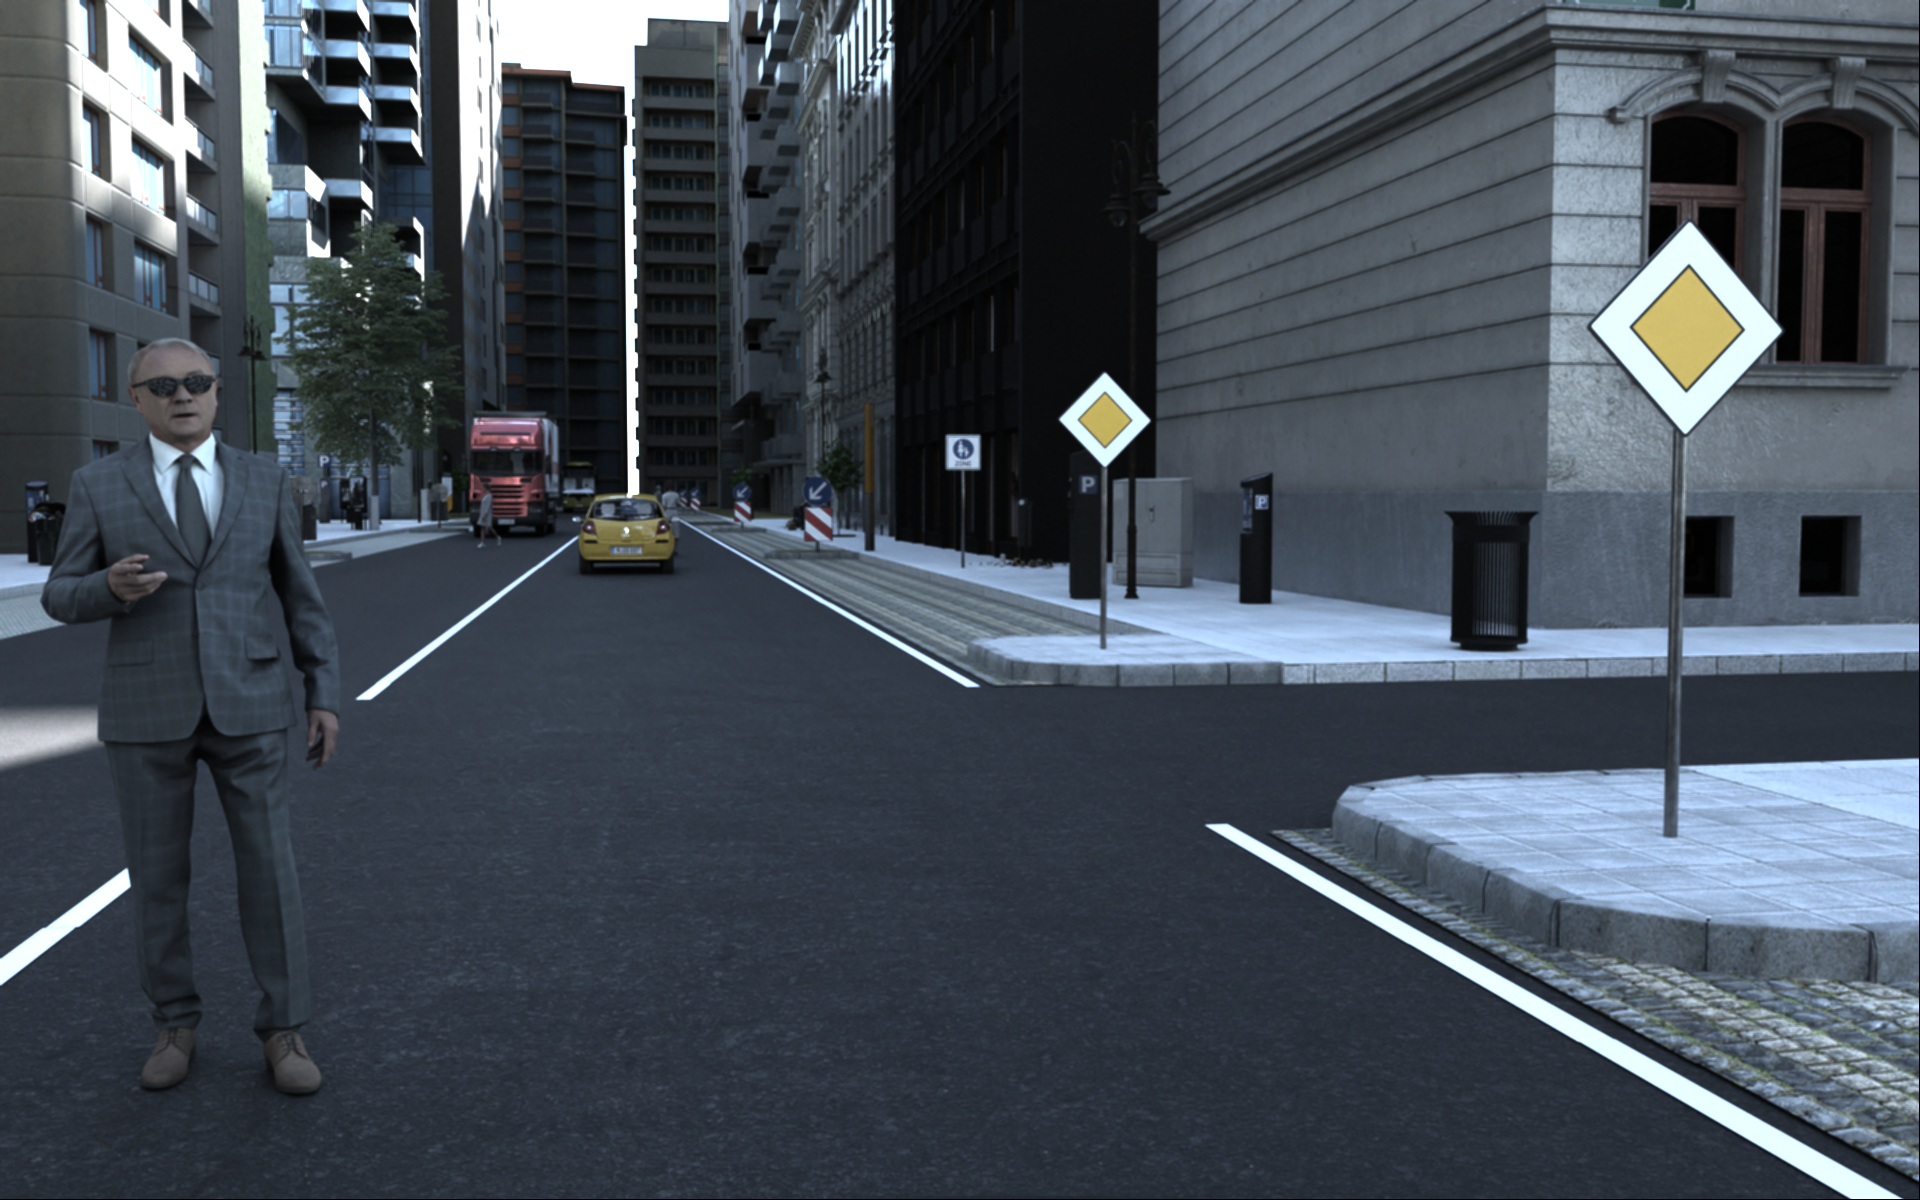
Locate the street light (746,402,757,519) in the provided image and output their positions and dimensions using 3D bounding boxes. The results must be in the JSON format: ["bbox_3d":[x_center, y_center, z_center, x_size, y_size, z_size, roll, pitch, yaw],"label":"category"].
[{"bbox_3d":[-10.480,-7.005,87.318,0.468,5.910,1.993,-1,4,-11],"label":"street light"}]

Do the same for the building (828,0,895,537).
[{"bbox_3d":[1.579,-12.717,57.073,9.793,20.994,18.267,-1,4,-11],"label":"building"}]

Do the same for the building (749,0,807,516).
[{"bbox_3d":[-0.757,-29.844,107.557,23.786,49.044,30.456,-1,4,-11],"label":"building"}]

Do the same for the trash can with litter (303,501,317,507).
[{"bbox_3d":[-24.503,-3.278,64.984,0.624,1.170,1.055,-1,4,-16],"label":"trash can with litter"}]

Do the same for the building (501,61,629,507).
[{"bbox_3d":[-48.603,-32.010,177.991,28.867,44.769,22.147,-1,4,-11],"label":"building"}]

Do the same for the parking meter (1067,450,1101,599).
[{"bbox_3d":[1.520,-0.945,21.170,0.399,1.863,0.255,-1,4,-9],"label":"parking meter"}]

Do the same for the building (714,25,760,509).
[{"bbox_3d":[-14.974,-28.904,156.175,14.154,41.232,14.086,-1,4,-11],"label":"building"}]

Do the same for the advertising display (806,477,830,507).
[{"bbox_3d":[-5.321,-3.656,64.985,0.974,1.923,0.123,1,4,23],"label":"advertising display"}]

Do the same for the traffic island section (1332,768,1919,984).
[{"bbox_3d":[2.680,0.965,6.506,2.009,0.180,2.903,-1,4,-11],"label":"traffic island section"}]

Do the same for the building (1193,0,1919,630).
[{"bbox_3d":[15.266,-14.450,23.649,23.554,28.519,14.401,-1,4,-11],"label":"building"}]

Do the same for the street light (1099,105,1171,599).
[{"bbox_3d":[2.109,-2.956,21.123,0.468,5.910,1.993,-1,4,-11],"label":"street light"}]

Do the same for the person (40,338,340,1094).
[{"bbox_3d":[-1.817,0.277,4.148,0.661,1.801,0.590,-2,4,-29],"label":"person"}]

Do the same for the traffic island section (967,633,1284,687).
[{"bbox_3d":[1.205,0.485,14.354,2.009,0.180,2.903,-1,4,-11],"label":"traffic island section"}]

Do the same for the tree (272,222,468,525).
[{"bbox_3d":[-24.479,-9.422,72.182,7.486,12.596,7.792,0,3,0],"label":"tree"}]

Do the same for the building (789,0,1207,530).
[{"bbox_3d":[0.245,-17.770,77.929,14.401,28.519,23.554,-1,4,-11],"label":"building"}]

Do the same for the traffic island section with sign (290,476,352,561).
[{"bbox_3d":[-14.335,-1.773,37.621,1.989,1.847,2.006,-1,4,-11],"label":"traffic island section with sign"}]

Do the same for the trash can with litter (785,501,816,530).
[{"bbox_3d":[-5.648,-3.052,61.285,1.055,1.170,0.624,-1,4,-15],"label":"trash can with litter"}]

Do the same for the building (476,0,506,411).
[{"bbox_3d":[-51.860,-33.824,142.256,27.495,52.752,28.713,-1,4,-11],"label":"building"}]

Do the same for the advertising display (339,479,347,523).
[{"bbox_3d":[-27.034,-4.379,76.810,0.123,1.923,0.974,3,5,40],"label":"advertising display"}]

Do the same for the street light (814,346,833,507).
[{"bbox_3d":[-4.275,-4.973,54.104,0.468,5.910,1.993,-1,4,-11],"label":"street light"}]

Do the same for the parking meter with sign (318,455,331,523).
[{"bbox_3d":[-28.217,-4.929,76.854,0.543,3.016,1.738,-1,4,-18],"label":"parking meter with sign"}]

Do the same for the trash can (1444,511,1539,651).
[{"bbox_3d":[4.375,-0.162,14.301,0.748,1.137,0.748,0,3,0],"label":"trash can"}]

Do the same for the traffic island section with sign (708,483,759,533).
[{"bbox_3d":[-8.330,-3.451,65.054,1.989,1.847,2.006,-1,4,-11],"label":"traffic island section with sign"}]

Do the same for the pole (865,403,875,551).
[{"bbox_3d":[-2.038,-2.764,39.029,0.158,3.312,0.155,0,3,0],"label":"pole"}]

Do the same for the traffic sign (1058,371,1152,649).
[{"bbox_3d":[1.183,-0.650,14.272,0.795,2.450,0.064,-1,4,-11],"label":"traffic sign"}]

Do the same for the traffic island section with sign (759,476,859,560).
[{"bbox_3d":[-3.346,-1.829,38.530,1.989,1.847,2.006,-1,4,-11],"label":"traffic island section with sign"}]

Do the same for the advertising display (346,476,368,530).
[{"bbox_3d":[-21.418,-3.452,61.647,0.974,1.923,0.123,3,5,39],"label":"advertising display"}]

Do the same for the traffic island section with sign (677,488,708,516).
[{"bbox_3d":[-17.716,-6.504,114.973,1.989,1.847,2.006,-1,4,-11],"label":"traffic island section with sign"}]

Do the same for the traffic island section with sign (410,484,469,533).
[{"bbox_3d":[-19.415,-3.426,64.648,1.989,1.847,2.006,-1,4,-11],"label":"traffic island section with sign"}]

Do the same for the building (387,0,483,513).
[{"bbox_3d":[-41.392,-28.816,121.252,14.600,45.320,14.200,-1,4,-11],"label":"building"}]

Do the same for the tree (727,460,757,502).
[{"bbox_3d":[-12.562,-6.399,99.231,1.663,3.219,1.824,0,3,0],"label":"tree"}]

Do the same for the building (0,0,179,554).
[{"bbox_3d":[-31.503,-11.227,28.600,27.650,21.520,28.899,-1,4,-11],"label":"building"}]

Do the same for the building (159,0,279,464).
[{"bbox_3d":[-32.148,-22.917,58.291,14.154,41.232,14.086,-1,4,-11],"label":"building"}]

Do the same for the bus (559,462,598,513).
[{"bbox_3d":[-29.621,-8.768,134.898,2.896,3.916,12.252,-1,4,-11],"label":"bus"}]

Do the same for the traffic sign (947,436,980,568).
[{"bbox_3d":[0.051,-1.705,30.005,0.606,2.300,0.079,-1,4,-9],"label":"traffic sign"}]

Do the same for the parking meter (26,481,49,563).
[{"bbox_3d":[-17.251,-1.467,32.404,0.372,1.533,0.369,0,3,0],"label":"parking meter"}]

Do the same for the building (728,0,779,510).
[{"bbox_3d":[-3.961,-33.458,136.270,28.713,52.752,27.495,-1,4,-11],"label":"building"}]

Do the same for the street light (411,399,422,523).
[{"bbox_3d":[-24.369,-6.429,77.908,0.468,5.910,1.993,-1,4,-11],"label":"street light"}]

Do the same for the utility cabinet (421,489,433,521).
[{"bbox_3d":[-25.582,-4.556,83.177,0.318,1.500,1.173,0,4,-5],"label":"utility cabinet"}]

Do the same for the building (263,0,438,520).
[{"bbox_3d":[-41.249,-47.975,97.070,22.319,86.520,31.000,-1,4,-11],"label":"building"}]

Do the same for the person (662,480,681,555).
[{"bbox_3d":[-6.796,-1.935,40.702,0.480,1.755,0.524,-2,4,-26],"label":"person"}]

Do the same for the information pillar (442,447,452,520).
[{"bbox_3d":[-25.386,-5.769,85.679,0.504,3.616,0.183,-3,5,-40],"label":"information pillar"}]

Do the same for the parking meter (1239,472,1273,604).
[{"bbox_3d":[3.475,-0.729,20.332,0.372,1.533,0.369,0,3,0],"label":"parking meter"}]

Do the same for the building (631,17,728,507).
[{"bbox_3d":[-23.435,-34.163,182.259,21.600,48.544,21.300,-1,4,-11],"label":"building"}]

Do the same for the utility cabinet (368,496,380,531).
[{"bbox_3d":[-20.635,-3.045,60.952,0.306,1.237,1.020,-1,4,-23],"label":"utility cabinet"}]

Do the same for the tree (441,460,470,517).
[{"bbox_3d":[-28.738,-6.374,98.810,1.663,3.219,1.824,0,3,0],"label":"tree"}]

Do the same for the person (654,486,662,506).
[{"bbox_3d":[-12.125,-3.736,69.987,0.834,1.777,0.661,-2,4,-31],"label":"person"}]

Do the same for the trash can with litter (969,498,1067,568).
[{"bbox_3d":[1.112,-1.208,30.812,1.678,1.210,2.233,-1,4,-8],"label":"trash can with litter"}]

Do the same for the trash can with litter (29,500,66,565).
[{"bbox_3d":[-16.497,-1.221,31.345,0.624,1.170,1.055,-2,4,-28],"label":"trash can with litter"}]

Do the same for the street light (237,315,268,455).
[{"bbox_3d":[-18.274,-4.409,44.869,0.468,5.910,1.993,-1,4,-11],"label":"street light"}]

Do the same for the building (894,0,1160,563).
[{"bbox_3d":[5.719,-12.879,40.250,12.332,23.373,15.834,-1,4,-11],"label":"building"}]

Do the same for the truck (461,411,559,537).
[{"bbox_3d":[-15.641,-4.413,61.062,2.839,4.237,11.283,-1,4,-10],"label":"truck"}]

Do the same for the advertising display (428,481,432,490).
[{"bbox_3d":[-25.905,-4.862,84.711,0.123,1.923,0.974,-1,4,-13],"label":"advertising display"}]

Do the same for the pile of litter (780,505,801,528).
[{"bbox_3d":[-6.191,-3.220,66.611,1.719,0.858,1.176,1,4,22],"label":"pile of litter"}]

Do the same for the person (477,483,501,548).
[{"bbox_3d":[-12.720,-2.288,46.653,0.466,1.731,0.760,2,4,25],"label":"person"}]

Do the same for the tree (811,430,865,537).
[{"bbox_3d":[-3.516,-3.517,52.099,1.663,3.219,1.824,0,3,0],"label":"tree"}]

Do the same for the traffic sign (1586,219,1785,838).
[{"bbox_3d":[2.659,-0.170,6.424,0.795,2.450,0.064,-1,4,-11],"label":"traffic sign"}]

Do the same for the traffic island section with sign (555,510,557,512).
[{"bbox_3d":[-33.565,-8.027,139.870,1.989,1.847,2.006,-1,4,-11],"label":"traffic island section with sign"}]

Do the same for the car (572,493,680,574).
[{"bbox_3d":[-6.272,-1.366,32.553,2.015,1.641,3.980,-1,4,-11],"label":"car"}]

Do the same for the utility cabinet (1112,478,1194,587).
[{"bbox_3d":[2.667,-0.940,24.049,1.173,1.500,0.318,3,5,43],"label":"utility cabinet"}]
